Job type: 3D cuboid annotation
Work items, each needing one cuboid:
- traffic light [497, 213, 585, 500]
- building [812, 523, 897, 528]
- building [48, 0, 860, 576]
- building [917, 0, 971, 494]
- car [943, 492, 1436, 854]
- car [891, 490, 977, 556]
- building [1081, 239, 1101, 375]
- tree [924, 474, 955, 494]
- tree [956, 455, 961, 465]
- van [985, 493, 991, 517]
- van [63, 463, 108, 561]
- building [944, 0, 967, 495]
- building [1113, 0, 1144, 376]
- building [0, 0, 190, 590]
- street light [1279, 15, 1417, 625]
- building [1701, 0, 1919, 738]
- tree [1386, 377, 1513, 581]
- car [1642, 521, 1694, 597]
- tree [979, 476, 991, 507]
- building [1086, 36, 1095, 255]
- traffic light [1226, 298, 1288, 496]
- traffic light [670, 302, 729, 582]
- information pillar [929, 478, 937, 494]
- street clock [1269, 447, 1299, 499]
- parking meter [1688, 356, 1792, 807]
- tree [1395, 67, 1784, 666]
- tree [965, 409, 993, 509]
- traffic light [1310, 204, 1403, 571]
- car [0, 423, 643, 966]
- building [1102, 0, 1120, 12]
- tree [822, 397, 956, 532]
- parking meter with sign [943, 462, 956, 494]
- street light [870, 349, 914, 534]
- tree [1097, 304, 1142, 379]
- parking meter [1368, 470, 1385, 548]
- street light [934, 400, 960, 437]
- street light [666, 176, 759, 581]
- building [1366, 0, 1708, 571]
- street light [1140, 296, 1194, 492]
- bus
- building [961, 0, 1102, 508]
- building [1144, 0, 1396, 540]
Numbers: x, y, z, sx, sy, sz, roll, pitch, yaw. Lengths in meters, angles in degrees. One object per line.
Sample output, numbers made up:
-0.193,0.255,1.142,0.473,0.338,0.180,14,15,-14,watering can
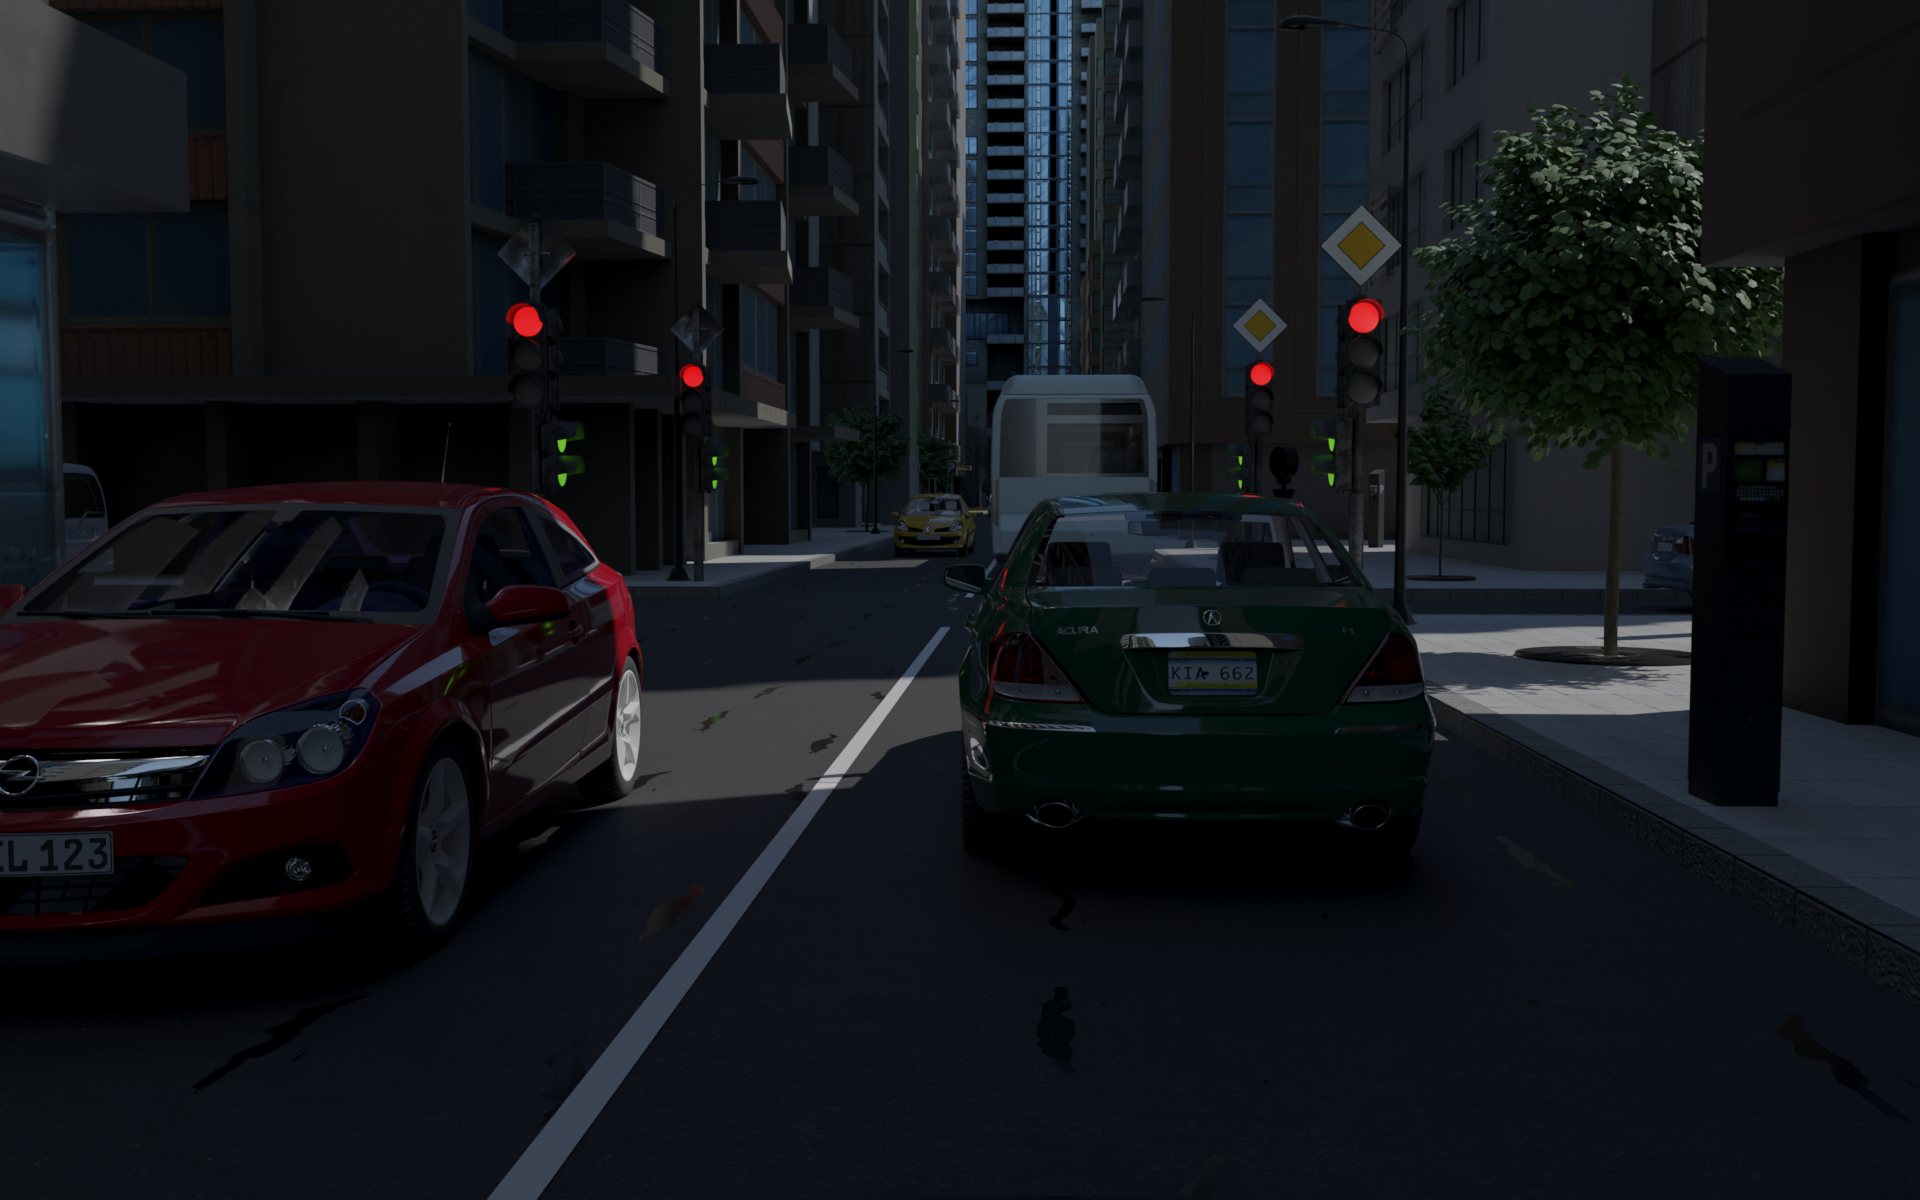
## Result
-4.223,-1.740,17.365,0.839,4.253,0.868,0,4,3,traffic light
-9.143,-23.515,68.059,14.154,41.232,14.086,0,4,3,building
-14.124,-23.493,38.742,22.147,44.769,28.867,0,4,3,building
-11.477,-30.351,115.851,23.786,49.044,30.456,0,4,3,building
0.956,0.211,8.346,2.131,1.459,4.920,0,4,2,car
-0.574,-1.889,41.102,2.015,1.641,3.980,0,4,4,car
23.281,-17.523,131.533,27.650,21.520,28.899,0,4,3,building
-1.113,-5.839,90.072,1.663,3.219,1.824,0,3,0,tree
-1.676,-5.978,81.450,4.285,4.588,4.351,0,3,0,tree
2.636,-6.302,110.044,2.013,2.044,4.112,0,4,2,van
-13.537,-0.977,22.983,4.112,2.044,2.013,0,4,5,van
-6.788,-29.890,138.805,14.600,45.320,14.200,0,4,3,building
18.898,-28.377,83.571,23.786,49.044,30.456,0,4,3,building
-20.683,-23.521,4.174,30.456,49.044,23.786,0,4,3,building
3.800,-2.717,16.967,1.470,5.913,1.316,0,4,3,street light
11.184,-21.536,2.228,14.600,45.320,14.200,0,4,3,building
7.128,-1.918,25.962,1.663,3.219,1.824,0,3,0,tree
10.747,-0.555,21.072,4.499,1.417,2.014,0,4,4,car
3.218,-10.950,173.638,1.663,3.219,1.824,0,3,0,tree
19.209,-31.628,167.224,14.600,45.320,14.200,0,4,3,building
4.278,-2.204,24.951,0.839,4.253,0.868,0,4,3,traffic light
-3.823,-2.227,25.340,0.839,4.253,0.868,0,4,3,traffic light
-1.227,-4.519,78.385,0.304,2.012,0.304,1,4,11,information pillar
4.940,-1.339,26.460,0.358,2.002,0.471,-2,4,-25,street clock
3.235,-0.091,7.195,0.255,1.863,0.399,0,4,2,parking meter
5.114,-1.814,13.372,4.285,4.588,4.351,0,3,0,tree
2.067,-12.286,151.235,4.360,8.622,3.978,0,3,0,tree
3.878,-1.716,16.976,0.839,4.253,0.868,0,4,3,traffic light
-2.474,0.140,6.758,2.155,1.783,4.494,0,4,1,car
15.915,-26.063,109.719,14.154,41.232,14.086,0,4,3,building
-3.214,-4.593,58.817,4.285,4.588,4.351,0,3,0,tree
-0.724,-6.101,96.010,0.543,3.016,1.738,-1,4,-15,parking meter with sign
-2.183,-5.078,55.563,1.470,5.913,1.316,0,4,3,street light
7.176,-7.084,66.184,4.360,8.622,3.978,0,3,0,tree
9.950,-2.183,41.402,0.255,1.863,0.399,3,4,37,parking meter
-0.723,-6.902,85.390,1.470,5.913,1.316,0,4,3,street light
-3.632,-3.237,25.460,1.470,5.913,1.316,0,4,3,street light
15.643,-21.227,30.648,14.086,41.232,14.154,0,4,3,building
4.918,-4.175,40.805,1.470,5.913,1.316,0,4,3,street light
2.150,-2.354,33.350,2.948,3.499,13.247,0,4,3,bus
8.262,-53.825,192.715,31.000,86.520,22.319,0,4,3,building
13.039,-24.682,53.668,14.600,45.320,14.200,0,4,3,building
